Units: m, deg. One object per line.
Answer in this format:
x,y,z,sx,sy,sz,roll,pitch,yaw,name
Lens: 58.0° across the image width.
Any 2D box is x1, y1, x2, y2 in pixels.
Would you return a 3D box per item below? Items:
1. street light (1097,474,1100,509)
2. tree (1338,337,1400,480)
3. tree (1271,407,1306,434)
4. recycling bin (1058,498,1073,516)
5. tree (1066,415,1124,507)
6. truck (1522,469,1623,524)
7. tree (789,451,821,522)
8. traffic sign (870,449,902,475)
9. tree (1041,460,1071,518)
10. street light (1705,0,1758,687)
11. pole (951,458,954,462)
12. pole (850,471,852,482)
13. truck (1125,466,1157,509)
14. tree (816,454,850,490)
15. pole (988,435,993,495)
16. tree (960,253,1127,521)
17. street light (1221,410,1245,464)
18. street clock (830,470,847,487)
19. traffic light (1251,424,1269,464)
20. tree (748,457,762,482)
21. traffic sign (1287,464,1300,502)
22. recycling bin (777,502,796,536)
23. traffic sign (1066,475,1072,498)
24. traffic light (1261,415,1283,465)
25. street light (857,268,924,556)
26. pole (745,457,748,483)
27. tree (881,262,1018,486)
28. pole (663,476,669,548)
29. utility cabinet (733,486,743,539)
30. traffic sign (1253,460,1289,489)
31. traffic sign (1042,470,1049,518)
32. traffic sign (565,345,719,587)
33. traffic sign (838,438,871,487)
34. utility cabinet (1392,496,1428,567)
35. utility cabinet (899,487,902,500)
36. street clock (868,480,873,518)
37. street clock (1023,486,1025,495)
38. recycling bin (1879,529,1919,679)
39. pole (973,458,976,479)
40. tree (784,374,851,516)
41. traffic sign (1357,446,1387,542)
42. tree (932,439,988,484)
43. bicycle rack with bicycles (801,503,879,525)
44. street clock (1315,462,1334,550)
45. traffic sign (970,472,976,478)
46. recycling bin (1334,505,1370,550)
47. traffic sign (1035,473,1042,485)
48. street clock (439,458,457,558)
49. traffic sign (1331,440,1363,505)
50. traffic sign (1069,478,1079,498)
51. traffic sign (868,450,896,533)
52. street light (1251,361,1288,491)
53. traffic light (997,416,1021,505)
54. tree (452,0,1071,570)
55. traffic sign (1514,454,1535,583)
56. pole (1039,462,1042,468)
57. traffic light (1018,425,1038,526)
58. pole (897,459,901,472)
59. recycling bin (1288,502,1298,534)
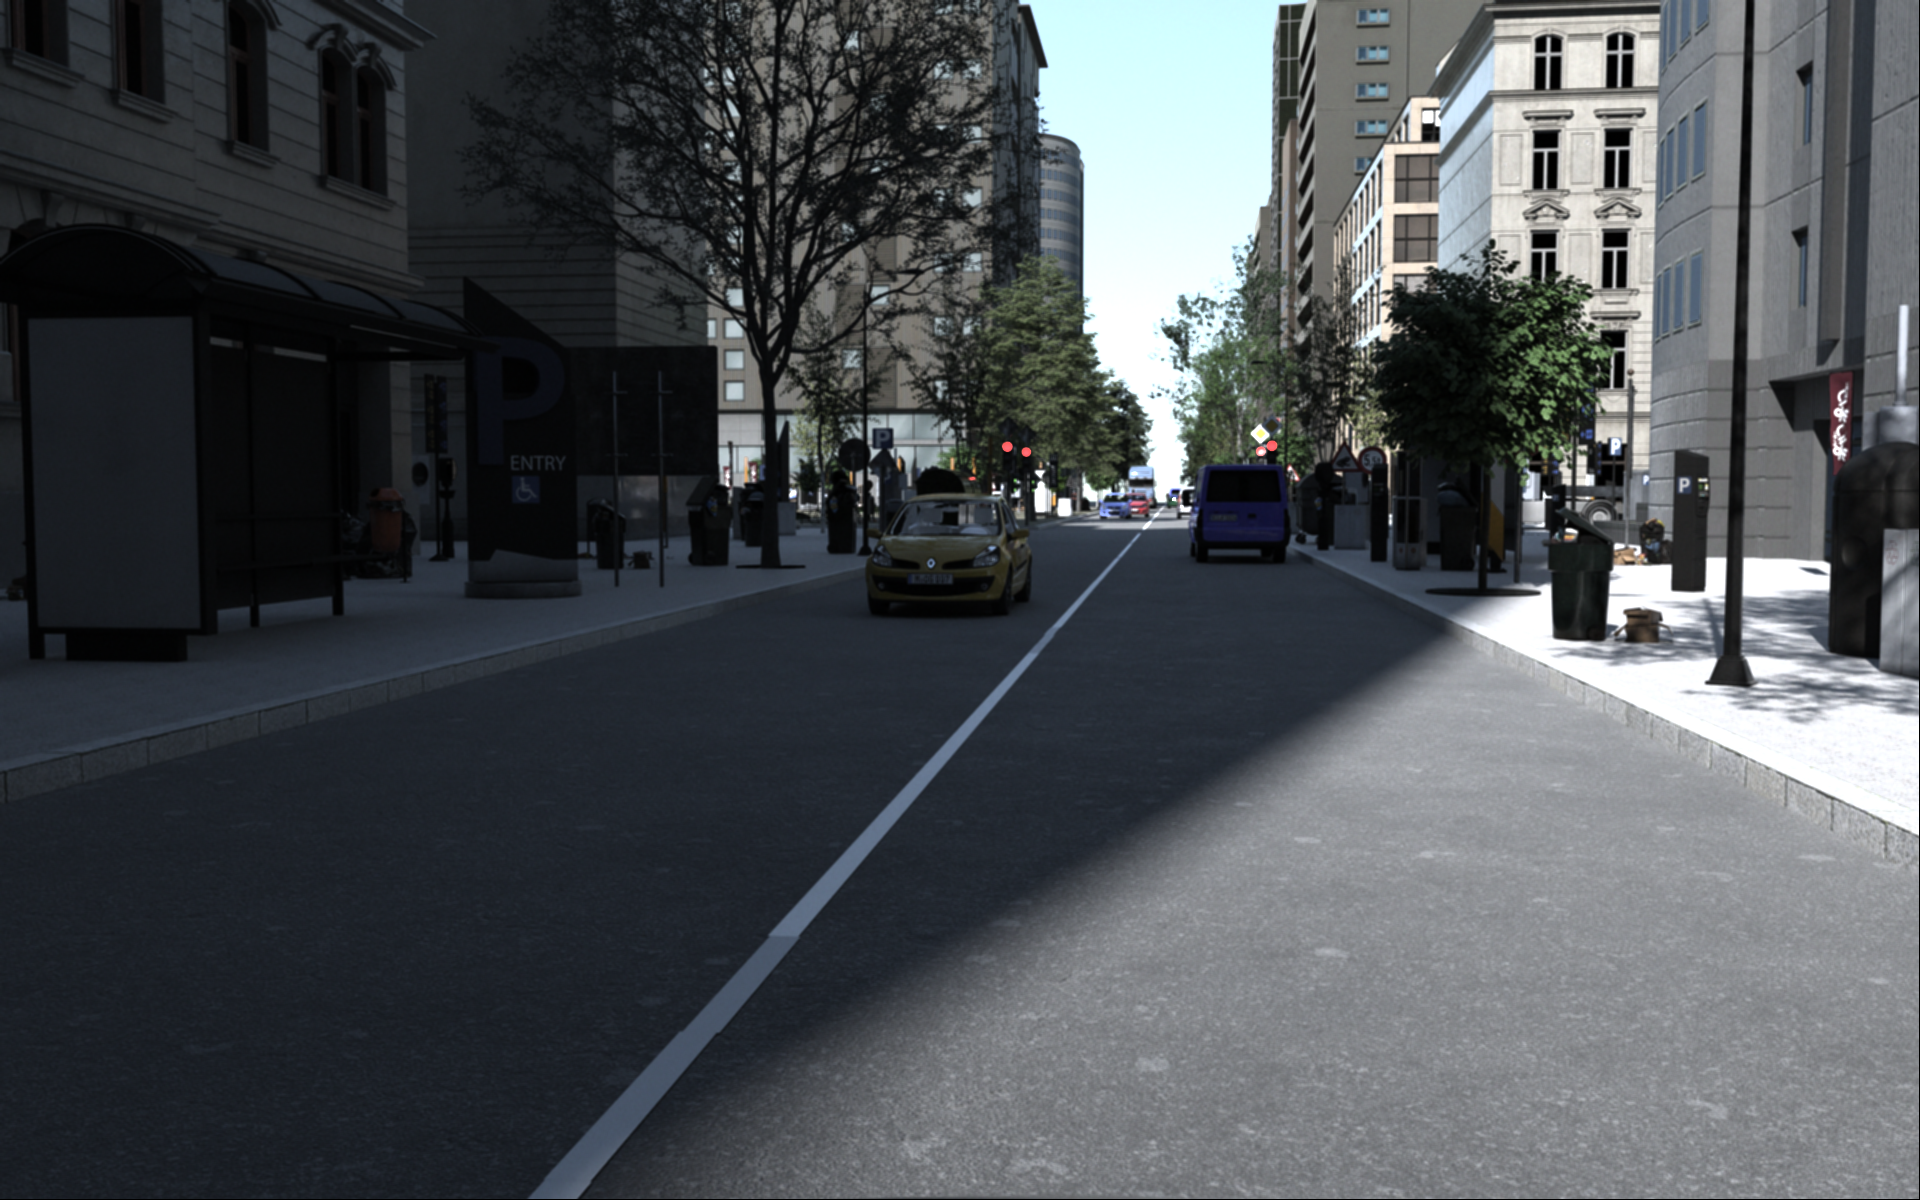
12.287,-10.633,146.394,1.470,5.913,1.316,0,4,7,street light
19.712,-8.065,82.225,4.737,8.622,4.395,0,3,0,tree
25.911,-11.523,138.755,4.737,8.622,4.395,0,3,0,tree
6.055,-5.317,99.491,0.722,1.027,0.722,1,4,13,recycling bin
10.138,-11.609,140.176,4.360,8.622,3.978,0,3,0,tree
26.499,-4.513,63.551,18.799,4.110,2.967,1,4,9,truck
-6.774,-5.154,78.871,1.663,3.219,1.824,0,3,0,tree
-2.046,-2.921,47.760,0.884,2.594,0.081,0,4,7,traffic sign
5.316,-6.109,94.484,1.663,3.219,1.824,0,3,0,tree
4.675,-2.388,11.591,1.470,5.913,1.316,0,4,7,street light
-0.416,-6.307,96.958,0.158,3.312,0.155,0,3,0,pole
-8.217,-8.409,131.333,0.158,3.312,0.155,0,3,0,pole
18.334,-11.224,173.271,2.967,4.110,18.799,0,4,7,truck
-10.270,-9.690,142.138,4.285,4.588,4.351,0,3,0,tree
1.052,-4.062,60.254,0.158,3.312,0.155,0,3,0,pole
3.622,-10.004,81.695,7.486,12.596,7.792,0,3,0,tree
15.133,-7.534,95.721,1.470,5.913,1.316,0,4,7,street light
-3.690,-2.942,52.673,0.471,2.002,0.358,-2,4,-26,street clock
11.976,-4.910,69.198,0.839,4.253,0.868,0,4,7,traffic light
-14.947,-9.215,134.374,4.285,4.588,4.351,0,3,0,tree
13.778,-4.422,72.309,0.884,2.594,0.081,1,4,9,traffic sign
-5.594,-2.531,53.930,0.722,1.027,0.722,-3,5,-44,recycling bin
7.505,-7.212,117.925,0.884,2.594,0.081,1,4,13,traffic sign
10.993,-4.425,61.273,0.839,4.253,0.868,0,4,7,traffic light
-1.430,-3.873,35.863,1.470,5.913,1.316,0,4,7,street light
-11.887,-6.266,96.287,0.158,3.312,0.155,0,3,0,pole
0.086,-6.363,54.391,4.360,8.622,3.978,0,3,0,tree
-7.014,-2.886,41.025,0.158,3.312,0.155,0,3,0,pole
-6.342,-2.503,49.597,0.318,1.500,1.173,0,4,-7,utility cabinet
14.957,-5.371,81.687,2.265,3.308,0.079,1,4,14,traffic sign
4.716,-5.633,92.201,0.768,2.556,0.104,1,4,16,traffic sign
-4.444,-1.837,23.902,2.265,3.308,0.079,0,4,7,traffic sign
-2.408,-2.403,39.403,0.768,2.556,0.104,1,4,12,traffic sign
7.973,-1.192,30.644,0.306,1.237,1.020,2,4,33,utility cabinet
-1.992,-2.653,52.053,0.318,1.500,1.173,-1,4,-11,utility cabinet
-4.778,-5.226,90.010,0.471,2.002,0.358,-3,4,-36,street clock
5.507,-8.571,144.701,0.358,2.002,0.471,-3,5,-39,street clock
7.008,0.022,12.188,0.722,1.027,0.722,0,4,2,recycling bin
0.808,-6.333,97.385,0.158,3.312,0.155,0,3,0,pole
-8.310,-9.316,102.676,4.737,8.622,4.395,0,3,0,tree
10.934,-2.807,46.004,0.768,2.556,0.104,1,4,9,traffic sign
0.068,-7.153,100.672,4.285,4.588,4.351,0,3,0,tree
-5.241,-3.630,72.728,2.925,0.926,2.852,-2,4,-33,bicycle rack with bicycles
8.303,-2.139,39.542,0.358,2.002,0.471,3,5,42,street clock
0.301,-4.436,73.712,0.795,2.450,0.064,1,4,13,traffic sign
9.138,-1.701,40.359,0.722,1.027,0.722,1,4,21,recycling bin
3.886,-5.467,90.572,0.795,2.450,0.064,1,4,13,traffic sign
-10.255,-1.839,34.634,0.358,2.002,0.471,1,4,11,street clock
9.270,-2.558,41.834,0.884,2.594,0.081,1,4,13,traffic sign
7.280,-6.629,110.510,0.606,2.300,0.079,1,4,12,traffic sign
-2.051,-2.699,45.319,0.795,2.450,0.064,1,4,10,traffic sign
10.815,-5.373,60.382,1.470,5.913,1.316,0,4,7,street light
1.750,-4.494,62.399,0.839,4.253,0.868,0,4,7,traffic light
-3.239,-7.284,29.467,12.009,13.543,11.850,0,3,0,tree
8.051,-1.521,24.969,0.768,2.556,0.104,1,4,14,traffic sign
4.963,-6.894,106.566,0.158,3.312,0.155,0,3,0,pole
2.734,-4.979,70.324,0.839,4.253,0.868,0,4,7,traffic light
-3.502,-6.466,99.554,0.158,3.312,0.155,0,3,0,pole
10.420,-2.621,55.399,0.722,1.027,0.722,0,4,2,recycling bin
